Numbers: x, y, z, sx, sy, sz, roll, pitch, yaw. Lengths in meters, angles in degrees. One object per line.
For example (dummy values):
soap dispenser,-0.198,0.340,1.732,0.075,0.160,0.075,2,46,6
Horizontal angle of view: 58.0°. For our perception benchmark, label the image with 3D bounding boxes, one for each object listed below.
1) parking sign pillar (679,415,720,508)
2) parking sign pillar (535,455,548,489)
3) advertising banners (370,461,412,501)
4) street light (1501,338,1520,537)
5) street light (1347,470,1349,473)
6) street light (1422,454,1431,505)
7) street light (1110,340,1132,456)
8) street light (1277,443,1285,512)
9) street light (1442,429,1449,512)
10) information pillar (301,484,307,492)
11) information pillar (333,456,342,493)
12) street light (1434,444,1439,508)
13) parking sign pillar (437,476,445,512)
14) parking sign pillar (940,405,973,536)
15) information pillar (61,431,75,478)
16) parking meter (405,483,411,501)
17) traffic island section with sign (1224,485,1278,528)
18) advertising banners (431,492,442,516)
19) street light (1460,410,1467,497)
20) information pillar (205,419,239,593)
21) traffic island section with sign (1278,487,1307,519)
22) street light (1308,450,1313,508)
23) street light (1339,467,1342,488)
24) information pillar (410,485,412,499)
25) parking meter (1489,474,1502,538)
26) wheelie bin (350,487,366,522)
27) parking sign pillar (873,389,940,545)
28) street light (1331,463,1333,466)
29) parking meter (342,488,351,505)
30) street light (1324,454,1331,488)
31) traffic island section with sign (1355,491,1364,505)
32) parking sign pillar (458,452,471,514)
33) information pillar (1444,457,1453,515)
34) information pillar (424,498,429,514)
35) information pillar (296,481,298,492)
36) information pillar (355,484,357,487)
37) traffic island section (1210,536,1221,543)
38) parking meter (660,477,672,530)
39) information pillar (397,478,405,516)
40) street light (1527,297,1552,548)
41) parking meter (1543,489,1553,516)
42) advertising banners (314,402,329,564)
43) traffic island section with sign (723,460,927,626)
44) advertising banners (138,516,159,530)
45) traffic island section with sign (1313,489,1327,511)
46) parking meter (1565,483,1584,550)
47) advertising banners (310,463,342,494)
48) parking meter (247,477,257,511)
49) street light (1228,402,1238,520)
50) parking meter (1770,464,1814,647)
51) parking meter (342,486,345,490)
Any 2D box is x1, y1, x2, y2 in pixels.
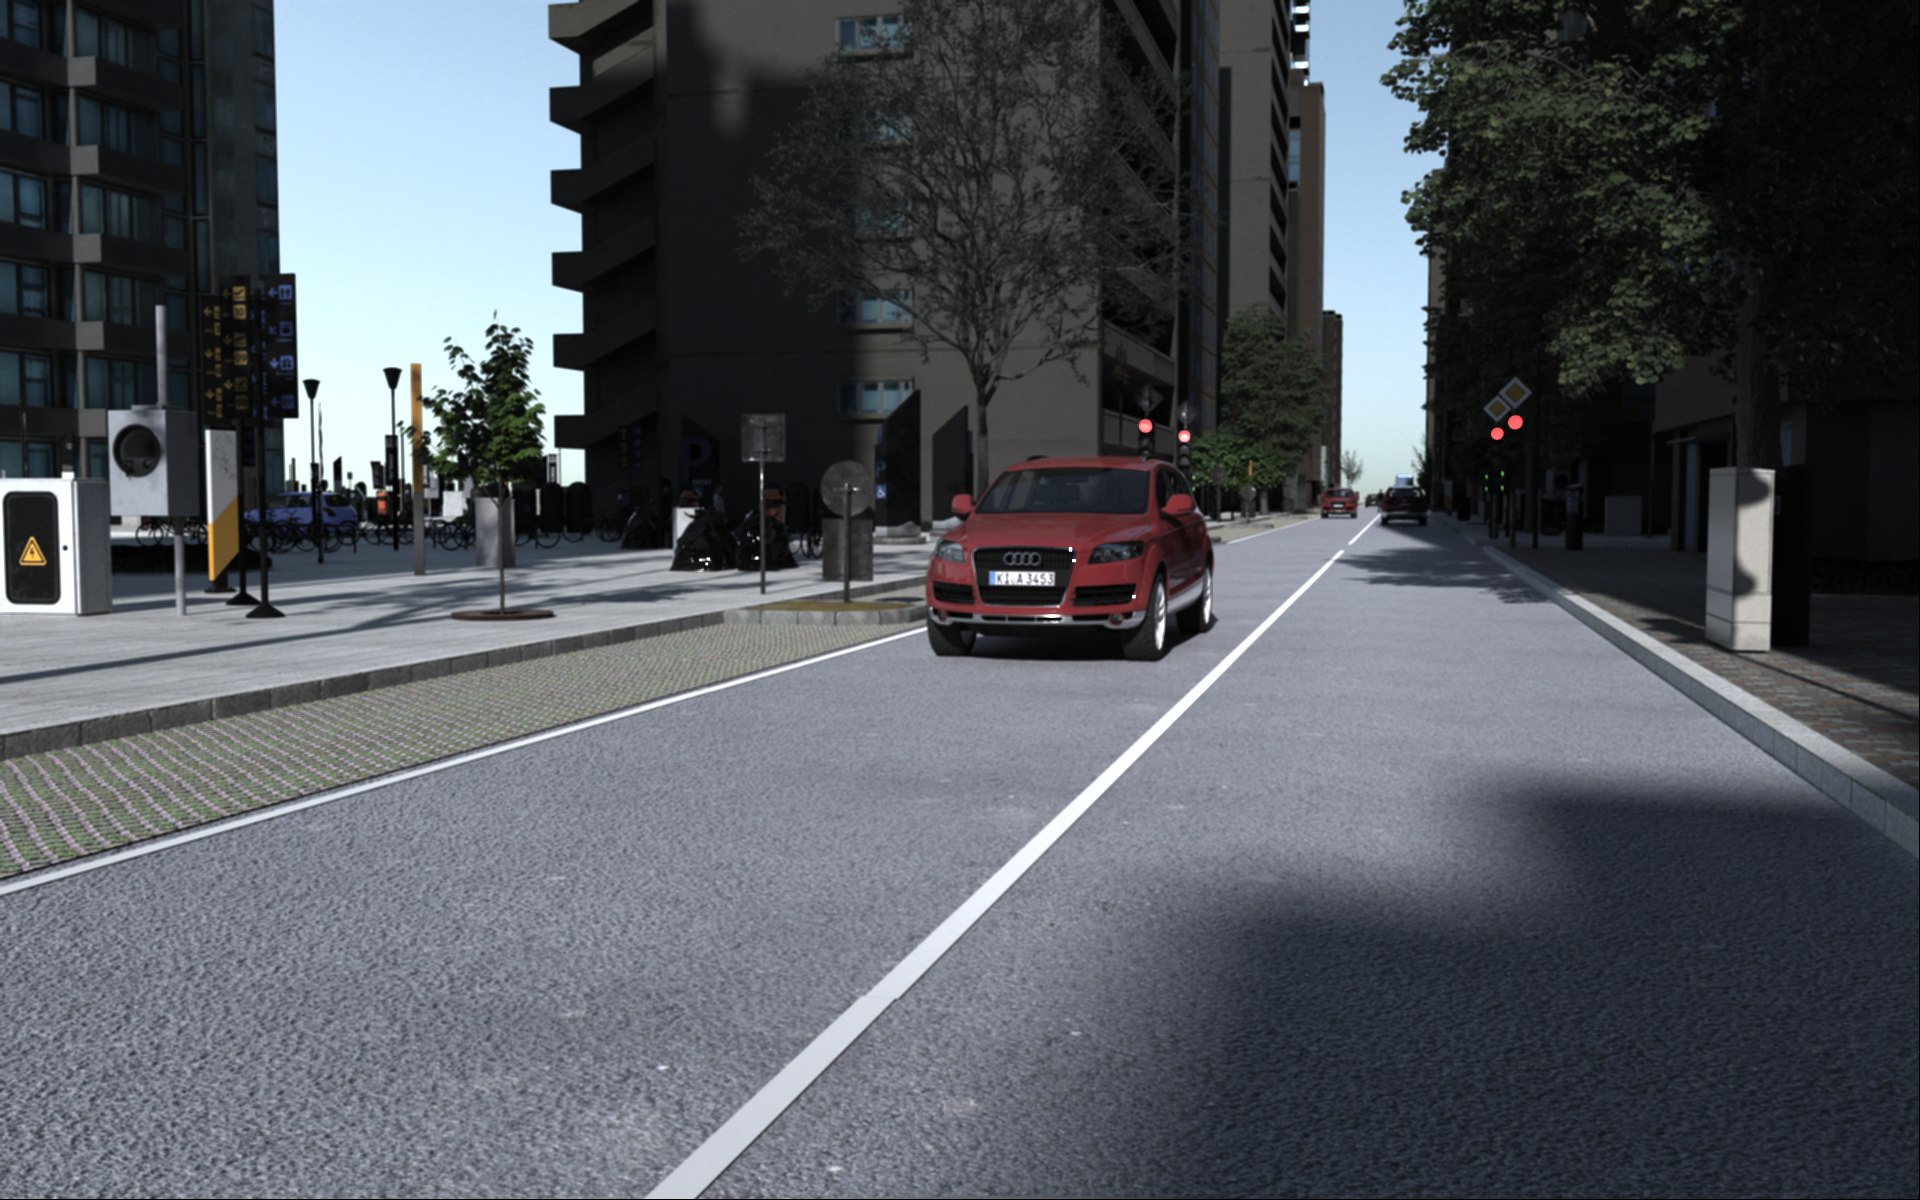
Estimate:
parking sign pillar,-8.790,-4.282,58.487,1.447,3.967,1.447,1,4,13
parking sign pillar,-28.925,-7.961,118.634,1.447,3.967,1.447,-3,5,-43
advertising banners,-30.408,-5.897,92.601,2.074,3.025,0.090,-1,4,-21
street light,16.371,-4.821,51.614,0.468,5.910,1.993,1,4,14
street light,61.744,-18.521,275.604,0.468,5.910,1.993,1,4,14
street light,55.819,-14.319,206.906,0.468,5.910,1.993,1,4,14
street light,4.839,-4.854,52.144,0.468,5.910,1.993,1,4,14
street light,22.608,-9.120,121.894,0.468,5.910,1.993,1,4,14
street light,35.390,-9.396,126.408,0.468,5.910,1.993,1,4,14
information pillar,-50.065,-7.812,132.214,0.304,2.012,0.304,0,4,-7
information pillar,-37.920,-6.989,105.627,0.504,3.616,0.183,0,4,-4
street light,44.145,-11.487,160.595,0.468,5.910,1.993,1,4,14
parking sign pillar,-37.144,-8.286,123.952,1.447,3.967,1.447,-1,4,-20
parking sign pillar,-0.221,-3.955,53.141,1.447,3.967,1.447,3,4,39
information pillar,-33.216,-4.478,64.568,0.504,3.616,0.183,0,4,4
parking meter,-29.061,-5.213,90.951,0.399,1.863,0.255,-2,4,-25
traffic island section with sign,12.270,-3.963,73.420,1.989,1.847,2.006,1,4,14
advertising banners,-30.252,-6.340,99.845,2.074,3.025,0.090,-3,5,-41
street light,25.218,-6.969,86.724,0.468,5.910,1.993,1,4,14
information pillar,-9.593,-1.906,22.510,0.183,3.616,0.504,2,4,25
traffic island section with sign,18.973,-5.569,99.689,1.989,1.847,2.006,1,4,14
street light,32.546,-11.506,160.905,0.468,5.910,1.993,1,4,14
street light,52.960,-16.401,240.944,0.468,5.910,1.993,1,4,14
information pillar,-43.281,-8.052,136.147,0.304,2.012,0.304,1,4,15
parking meter,15.537,-2.731,50.371,0.255,1.863,0.399,1,4,15
wheelie bin,-27.507,-4.348,78.998,0.693,1.594,0.980,0,4,-5
parking sign pillar,-1.587,-3.411,44.239,1.447,3.967,1.447,3,5,40
street light,44.228,-14.310,206.757,0.468,5.910,1.993,1,4,14
parking meter,-27.478,-4.228,77.542,0.372,1.533,0.369,0,3,0
street light,41.233,-13.597,195.104,0.468,5.910,1.993,1,4,14
traffic island section with sign,58.402,-15.037,254.489,1.989,1.847,2.006,1,4,14
parking sign pillar,-29.826,-7.133,105.103,1.447,3.967,1.447,2,4,29
information pillar,29.454,-6.913,104.385,0.504,3.616,0.183,2,4,27
information pillar,-34.731,-7.410,112.514,0.504,3.616,0.183,1,4,16
information pillar,-37.898,-5.762,98.695,0.304,2.012,0.304,-2,4,-24
information pillar,-42.760,-7.254,123.099,0.304,2.012,0.304,-3,5,-41
traffic island section,6.650,-1.781,51.392,2.009,0.180,2.903,1,4,14
parking meter,-9.962,-3.243,58.734,0.399,1.863,0.255,-1,4,-16
information pillar,-26.383,-4.723,81.719,0.304,2.012,0.304,1,4,23
street light,13.607,-4.160,40.801,0.468,5.910,1.993,1,4,14
parking meter,23.643,-3.745,69.634,0.372,1.533,0.369,0,3,0
advertising banners,-12.042,-2.227,32.605,0.090,3.025,2.074,-1,4,-18
traffic island section with sign,-1.416,-0.678,19.715,1.989,1.847,2.006,1,4,14
advertising banners,-28.949,-3.991,61.439,0.090,3.025,2.074,0,4,-1
traffic island section with sign,31.084,-8.477,147.227,1.989,1.847,2.006,1,4,14
parking meter,14.036,-1.905,39.553,0.372,1.533,0.369,0,3,0
advertising banners,-35.750,-6.228,98.014,0.090,3.025,2.074,3,5,45
parking meter,-24.662,-3.343,60.364,0.255,1.863,0.399,-1,4,-16
street light,13.717,-6.990,87.069,0.468,5.910,1.993,1,4,14
parking meter,7.010,-0.383,14.679,0.372,1.533,0.369,0,3,0
parking meter,-45.988,-7.536,128.932,0.399,1.863,0.255,-3,4,-36
